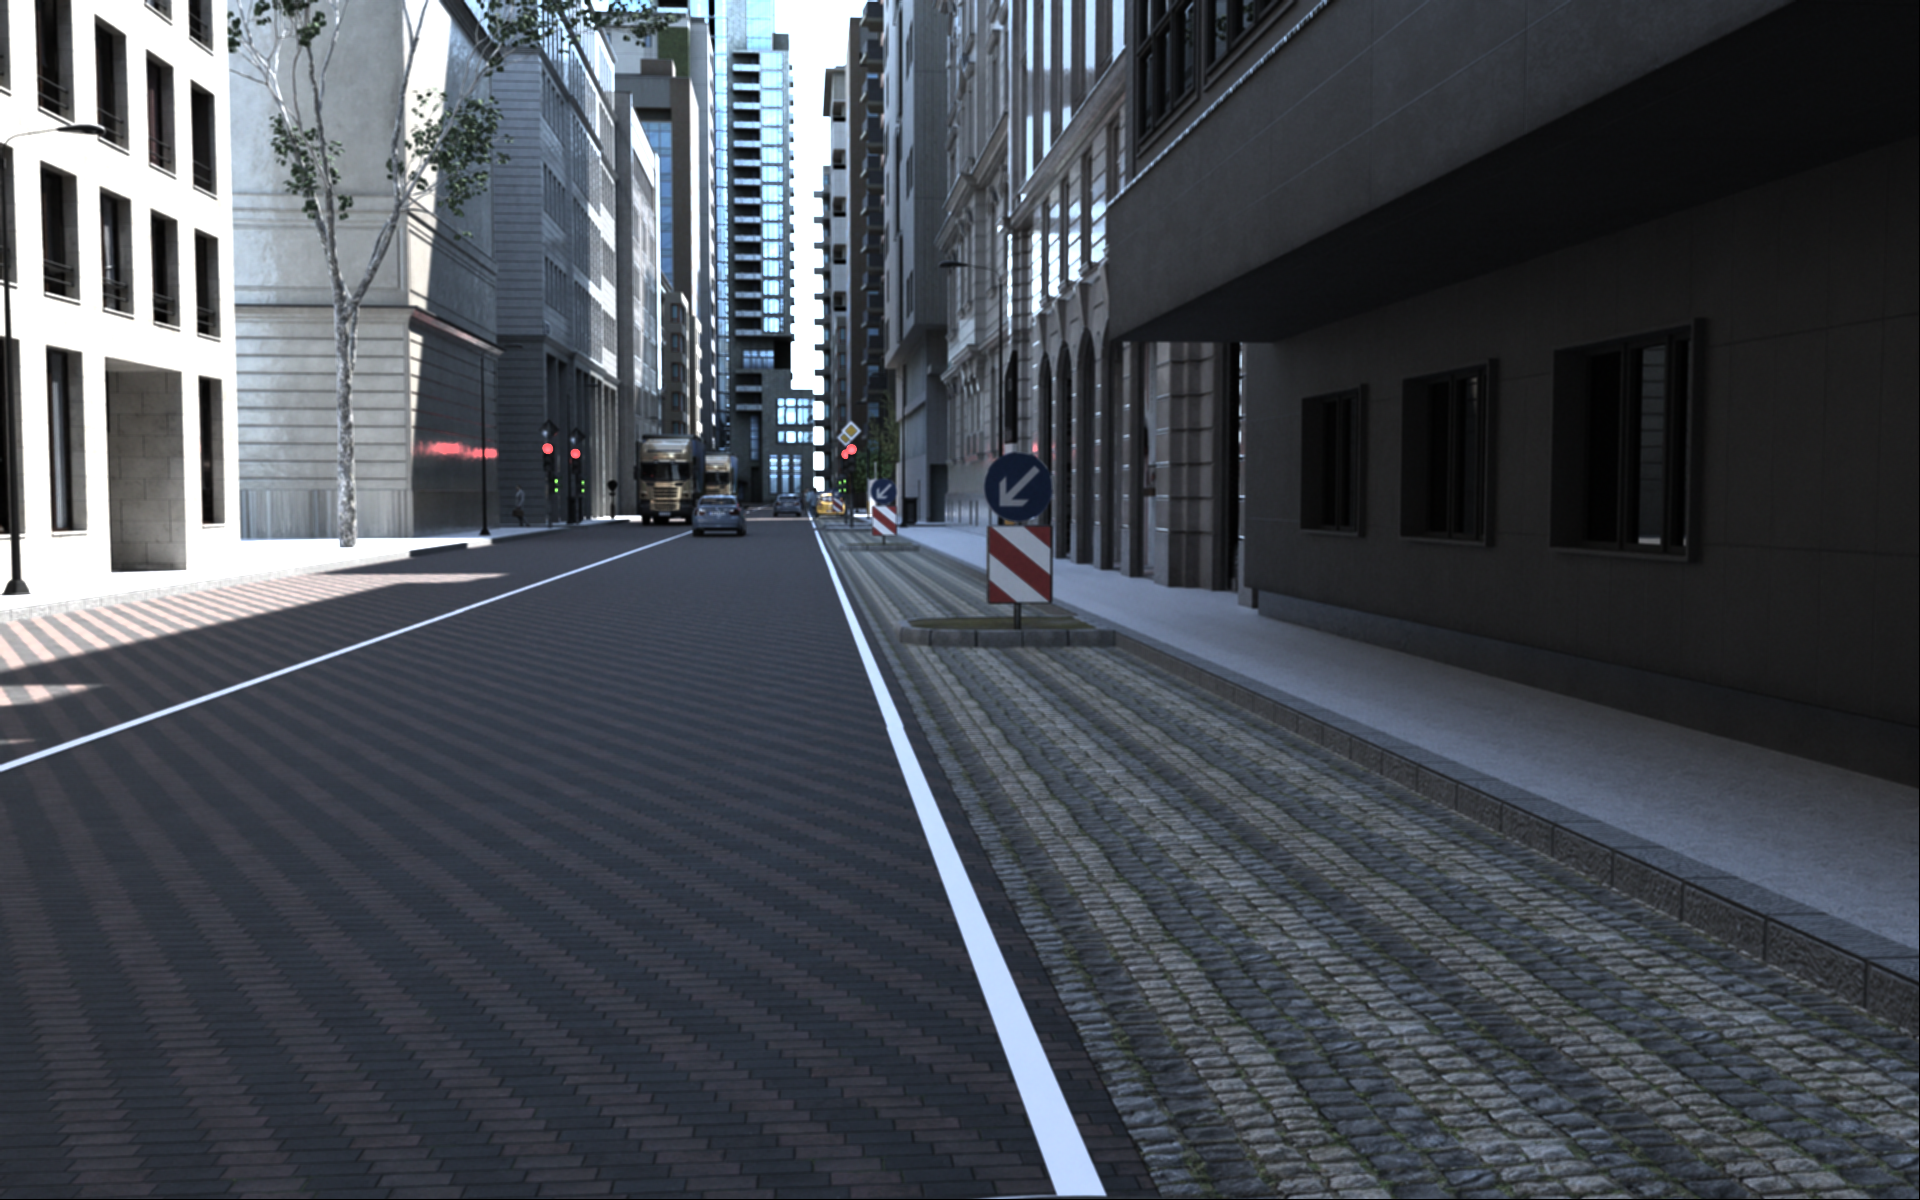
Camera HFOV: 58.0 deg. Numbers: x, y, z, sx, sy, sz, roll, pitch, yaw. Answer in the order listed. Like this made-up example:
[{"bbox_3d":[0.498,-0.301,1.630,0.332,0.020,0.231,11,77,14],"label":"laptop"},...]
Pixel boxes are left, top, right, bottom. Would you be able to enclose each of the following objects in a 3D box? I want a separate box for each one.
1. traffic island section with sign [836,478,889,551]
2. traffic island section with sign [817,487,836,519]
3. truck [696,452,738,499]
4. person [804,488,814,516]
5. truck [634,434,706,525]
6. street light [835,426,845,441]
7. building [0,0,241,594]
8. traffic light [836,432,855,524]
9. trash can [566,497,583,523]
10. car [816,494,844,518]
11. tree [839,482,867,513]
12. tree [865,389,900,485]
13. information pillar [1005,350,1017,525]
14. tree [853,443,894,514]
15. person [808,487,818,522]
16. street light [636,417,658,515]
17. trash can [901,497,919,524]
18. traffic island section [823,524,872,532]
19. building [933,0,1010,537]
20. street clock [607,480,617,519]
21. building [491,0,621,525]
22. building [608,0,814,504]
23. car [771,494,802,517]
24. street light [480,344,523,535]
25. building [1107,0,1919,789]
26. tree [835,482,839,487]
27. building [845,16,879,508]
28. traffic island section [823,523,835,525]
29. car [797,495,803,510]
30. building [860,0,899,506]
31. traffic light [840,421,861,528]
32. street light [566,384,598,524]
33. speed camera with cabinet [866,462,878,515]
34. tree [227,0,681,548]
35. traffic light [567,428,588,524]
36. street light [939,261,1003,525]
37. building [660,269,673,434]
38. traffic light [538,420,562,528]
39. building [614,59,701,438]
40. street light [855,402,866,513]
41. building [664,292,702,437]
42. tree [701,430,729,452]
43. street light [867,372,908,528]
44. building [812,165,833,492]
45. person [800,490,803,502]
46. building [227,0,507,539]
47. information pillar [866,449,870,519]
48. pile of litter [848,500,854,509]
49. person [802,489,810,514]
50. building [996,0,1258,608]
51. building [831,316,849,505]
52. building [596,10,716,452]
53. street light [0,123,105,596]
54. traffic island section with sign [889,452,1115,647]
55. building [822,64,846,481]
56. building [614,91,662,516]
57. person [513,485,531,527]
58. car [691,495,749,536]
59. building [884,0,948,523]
[{"bbox_3d":[-2.069,-2.157,43.903,1.989,1.847,2.006,0,4,-5],"label":"traffic island section with sign"},{"bbox_3d":[-7.099,-5.513,98.768,1.989,1.847,2.006,0,4,-5],"label":"traffic island section with sign"},{"bbox_3d":[-16.682,-7.931,118.587,2.839,4.237,11.283,0,4,-5],"label":"truck"},{"bbox_3d":[-9.963,-6.484,114.384,0.748,1.841,0.638,1,4,16],"label":"person"},{"bbox_3d":[-13.849,-5.794,83.648,2.839,4.237,11.283,0,4,-5],"label":"truck"},{"bbox_3d":[-7.559,-8.898,118.019,1.470,5.913,1.316,0,4,-5],"label":"street light"},{"bbox_3d":[-17.570,-10.246,22.281,10.420,20.320,16.860,0,4,-5],"label":"building"},{"bbox_3d":[-4.898,-5.213,74.153,0.839,4.253,0.868,0,4,-5],"label":"traffic light"},{"bbox_3d":[-16.971,-3.954,76.298,0.748,1.137,0.748,0,3,0],"label":"trash can"},{"bbox_3d":[-7.777,-5.717,103.698,2.015,1.641,3.980,0,4,-6],"label":"car"},{"bbox_3d":[-6.650,-7.384,115.335,1.663,3.219,1.824,0,3,0],"label":"tree"},{"bbox_3d":[-4.296,-10.292,118.635,4.737,8.622,4.395,0,3,0],"label":"tree"},{"bbox_3d":[0.839,-2.268,28.440,0.183,3.616,0.504,-1,4,-14],"label":"information pillar"},{"bbox_3d":[-5.760,-7.811,111.417,4.285,4.588,4.351,0,3,0],"label":"tree"},{"bbox_3d":[-7.539,-4.911,89.067,0.793,1.790,0.793,1,4,10],"label":"person"},{"bbox_3d":[-18.836,-8.050,104.162,1.470,5.913,1.316,0,4,-5],"label":"street light"},{"bbox_3d":[-2.136,-3.808,73.914,0.748,1.137,0.748,0,3,0],"label":"trash can"},{"bbox_3d":[-4.128,-2.693,66.319,2.009,0.180,2.903,0,4,-5],"label":"traffic island section"},{"bbox_3d":[6.625,-16.363,54.925,14.401,28.519,23.554,0,4,-5],"label":"building"},{"bbox_3d":[-18.046,-5.221,89.938,0.471,2.002,0.358,-2,4,-30],"label":"street clock"},{"bbox_3d":[-24.151,-18.883,86.234,11.434,29.767,29.804,0,4,-5],"label":"building"},{"bbox_3d":[-36.028,-56.717,239.988,31.000,86.520,22.319,0,4,-5],"label":"building"},{"bbox_3d":[-11.102,-6.066,111.182,2.014,1.417,4.499,0,4,-7],"label":"car"},{"bbox_3d":[-14.227,-4.964,53.696,1.470,5.913,1.316,0,4,-5],"label":"street light"},{"bbox_3d":[9.555,-13.012,6.250,14.314,27.812,24.014,0,4,-5],"label":"building"},{"bbox_3d":[-9.957,-9.691,153.053,1.663,3.219,1.824,0,3,0],"label":"tree"},{"bbox_3d":[-3.520,-31.283,161.586,14.600,45.320,14.200,0,4,-5],"label":"building"},{"bbox_3d":[-4.857,-3.180,74.271,2.009,0.180,2.903,0,4,-5],"label":"traffic island section"},{"bbox_3d":[-15.457,-9.068,160.843,1.945,1.354,3.894,0,4,-5],"label":"car"},{"bbox_3d":[3.523,-29.404,135.377,22.147,44.769,28.867,0,4,-5],"label":"building"},{"bbox_3d":[-4.169,-4.727,66.201,0.839,4.253,0.868,0,4,-5],"label":"traffic light"},{"bbox_3d":[-15.944,-6.148,73.053,1.470,5.913,1.316,0,4,-5],"label":"street light"},{"bbox_3d":[-5.428,-6.861,106.512,0.660,3.252,2.038,0,4,-6],"label":"speed camera with cabinet"},{"bbox_3d":[-13.221,-11.268,40.121,12.611,20.169,13.585,0,3,0],"label":"tree"},{"bbox_3d":[-16.161,-5.149,73.108,0.839,4.253,0.868,0,4,-5],"label":"traffic light"},{"bbox_3d":[0.276,-3.803,34.719,1.470,5.913,1.316,0,4,-5],"label":"street light"},{"bbox_3d":[-28.403,-18.088,131.899,11.583,22.565,21.152,0,4,-5],"label":"building"},{"bbox_3d":[-15.432,-4.663,65.156,0.839,4.253,0.868,0,4,-5],"label":"traffic light"},{"bbox_3d":[-34.787,-32.565,182.553,14.600,45.320,14.200,0,4,-5],"label":"building"},{"bbox_3d":[-4.566,-7.009,87.143,1.470,5.913,1.316,0,4,-5],"label":"street light"},{"bbox_3d":[-38.833,-19.344,161.311,27.650,21.520,28.899,0,4,-5],"label":"building"},{"bbox_3d":[-28.345,-15.230,199.371,4.360,8.622,3.978,0,3,0],"label":"tree"},{"bbox_3d":[-2.702,-5.736,66.322,1.470,5.913,1.316,0,4,-5],"label":"street light"},{"bbox_3d":[-5.490,-38.252,245.035,30.456,49.044,23.786,0,4,-5],"label":"building"},{"bbox_3d":[-15.541,-9.842,169.506,0.705,1.814,1.350,1,4,17],"label":"person"},{"bbox_3d":[-30.696,-13.591,55.497,30.059,22.955,16.112,0,4,-5],"label":"building"},{"bbox_3d":[-4.736,-5.996,89.392,0.183,3.616,0.504,0,4,-6],"label":"information pillar"},{"bbox_3d":[-9.449,-8.130,146.895,1.176,0.858,1.719,0,4,-6],"label":"pile of litter"},{"bbox_3d":[-10.778,-6.891,121.444,0.520,1.790,0.573,-2,4,-31],"label":"person"},{"bbox_3d":[8.063,-11.557,30.755,13.314,21.916,24.055,0,4,-5],"label":"building"},{"bbox_3d":[0.450,-20.748,184.274,27.650,21.520,28.899,0,4,-5],"label":"building"},{"bbox_3d":[-44.210,-40.893,210.606,28.212,58.520,21.231,0,4,-5],"label":"building"},{"bbox_3d":[-11.422,-3.015,21.830,1.470,5.913,1.316,0,4,-5],"label":"street light"},{"bbox_3d":[0.377,-0.516,17.058,1.989,1.847,2.006,0,4,-5],"label":"traffic island section with sign"},{"bbox_3d":[-2.186,-38.076,211.776,28.713,52.752,27.495,0,4,-5],"label":"building"},{"bbox_3d":[-26.146,-17.947,111.448,12.078,24.808,19.932,0,4,-5],"label":"building"},{"bbox_3d":[-17.838,-3.766,70.194,0.853,1.813,0.709,-3,5,-42],"label":"person"},{"bbox_3d":[-8.353,-2.949,60.218,2.014,1.417,4.499,0,4,-5],"label":"car"},{"bbox_3d":[9.672,-30.543,88.623,27.495,52.752,28.713,0,4,-5],"label":"building"}]
